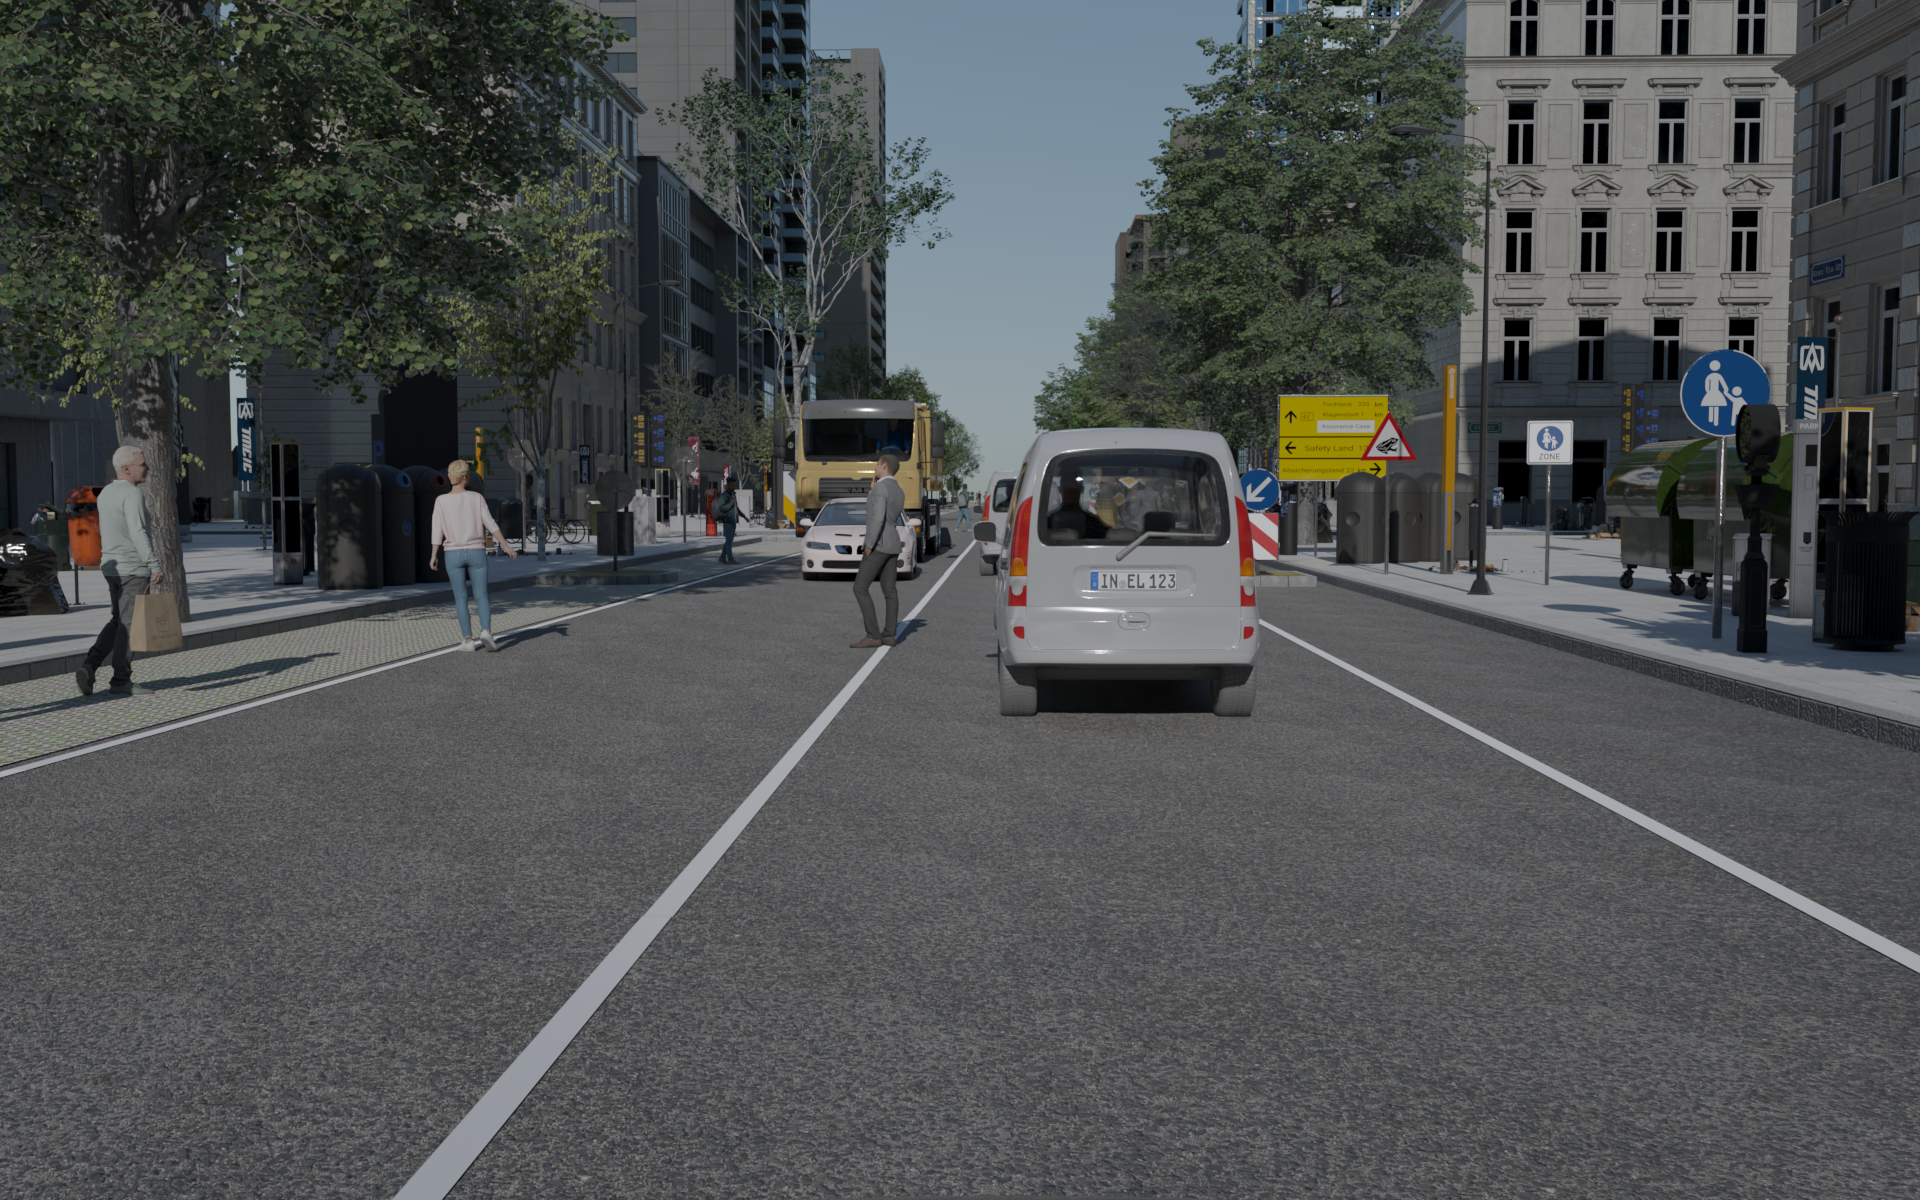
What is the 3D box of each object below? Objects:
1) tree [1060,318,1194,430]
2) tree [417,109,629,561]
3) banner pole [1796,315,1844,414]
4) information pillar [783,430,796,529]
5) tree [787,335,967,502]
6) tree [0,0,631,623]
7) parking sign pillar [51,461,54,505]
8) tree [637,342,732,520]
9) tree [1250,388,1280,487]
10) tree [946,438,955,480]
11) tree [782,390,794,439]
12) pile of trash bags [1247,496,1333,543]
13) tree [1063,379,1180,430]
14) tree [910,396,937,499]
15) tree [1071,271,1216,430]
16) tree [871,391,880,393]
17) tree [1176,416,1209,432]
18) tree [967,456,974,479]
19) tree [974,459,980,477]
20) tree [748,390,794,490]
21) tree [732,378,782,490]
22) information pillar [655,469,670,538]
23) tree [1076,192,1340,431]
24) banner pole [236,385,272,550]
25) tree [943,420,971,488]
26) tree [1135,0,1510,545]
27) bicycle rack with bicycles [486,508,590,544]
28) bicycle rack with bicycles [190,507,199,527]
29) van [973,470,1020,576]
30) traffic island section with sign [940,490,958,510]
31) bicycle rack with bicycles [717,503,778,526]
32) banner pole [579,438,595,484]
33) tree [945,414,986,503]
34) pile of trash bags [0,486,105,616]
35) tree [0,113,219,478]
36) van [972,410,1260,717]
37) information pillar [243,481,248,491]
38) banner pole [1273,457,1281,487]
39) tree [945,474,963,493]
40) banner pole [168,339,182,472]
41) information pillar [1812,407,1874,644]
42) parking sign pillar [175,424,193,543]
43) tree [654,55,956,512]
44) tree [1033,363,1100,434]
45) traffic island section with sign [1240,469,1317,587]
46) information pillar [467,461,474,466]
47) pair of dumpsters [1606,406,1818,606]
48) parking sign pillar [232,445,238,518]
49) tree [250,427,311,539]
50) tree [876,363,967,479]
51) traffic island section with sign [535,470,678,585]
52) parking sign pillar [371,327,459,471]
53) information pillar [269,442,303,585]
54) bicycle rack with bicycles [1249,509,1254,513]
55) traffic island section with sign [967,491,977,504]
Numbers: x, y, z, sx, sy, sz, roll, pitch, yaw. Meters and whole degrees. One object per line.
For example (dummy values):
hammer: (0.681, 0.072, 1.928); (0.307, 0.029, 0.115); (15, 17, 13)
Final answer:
tree: (9.631, -10.469, 96.922); (9.928, 11.665, 9.643); (0, 3, 0)
tree: (-8.215, -5.067, 33.205); (4.737, 8.622, 4.395); (0, 3, 0)
banner pole: (12.081, -2.099, 24.334); (0.863, 3.779, 0.401); (-1, 4, -9)
information pillar: (-6.234, -4.410, 63.464); (0.504, 3.616, 0.183); (2, 4, 26)
tree: (-5.558, -10.200, 101.183); (8.767, 10.594, 7.601); (-3, 5, -43)
tree: (-7.938, -6.743, 16.911); (9.857, 13.997, 8.962); (0, 3, 0)
parking sign pillar: (-57.576, -7.284, 107.570); (1.447, 3.967, 1.447); (1, 4, 23)
tree: (-13.524, -8.212, 84.627); (4.360, 8.622, 3.978); (0, 3, 0)
tree: (17.521, -8.893, 95.764); (4.360, 8.622, 3.978); (0, 3, 0)
tree: (-2.517, -15.559, 204.746); (4.360, 8.622, 3.978); (0, 3, 0)
tree: (-11.407, -9.870, 111.733); (4.360, 8.622, 3.978); (0, 3, 0)
pile of trash bags: (9.601, -2.212, 45.923); (3.447, 1.369, 1.912); (2, 4, 26)
tree: (11.119, -11.439, 121.435); (8.767, 10.594, 7.601); (-2, 4, -35)
tree: (-4.260, -10.856, 127.865); (4.360, 8.622, 3.978); (0, 3, 0)
tree: (9.420, -10.413, 88.377); (7.486, 12.596, 7.792); (0, 3, 0)
tree: (-5.562, -10.274, 118.347); (4.737, 8.622, 4.395); (0, 3, 0)
tree: (16.559, -11.016, 130.480); (4.737, 8.622, 4.395); (0, 3, 0)
tree: (-3.923, -14.622, 173.479); (7.601, 10.594, 8.767); (-1, 4, -19)
tree: (-0.282, -21.933, 293.018); (8.767, 10.594, 7.601); (1, 4, 19)
tree: (-13.043, -10.488, 121.844); (4.737, 8.622, 4.395); (0, 3, 0)
tree: (-13.394, -9.497, 105.632); (4.360, 8.622, 3.978); (0, 3, 0)
information pillar: (-8.695, -2.824, 50.663); (0.304, 2.012, 0.304); (3, 5, 40)
tree: (9.550, -9.583, 67.053); (12.009, 13.543, 11.850); (0, 3, 0)
banner pole: (-16.113, -3.027, 39.508); (0.863, 3.779, 0.401); (1, 4, 11)
tree: (-2.237, -18.780, 232.815); (9.928, 11.665, 9.643); (0, 3, 0)
tree: (8.610, -8.363, 43.390); (9.857, 13.997, 8.962); (0, 3, 0)
bicycle rack with bicycles: (-10.917, -1.948, 45.240); (2.925, 0.926, 2.852); (2, 4, 27)
bicycle rack with bicycles: (-31.761, -3.351, 68.172); (2.925, 0.926, 2.852); (3, 5, 40)
van: (1.218, -1.507, 31.648); (2.013, 2.044, 4.112); (0, 4, 2)
traffic island section with sign: (-1.458, -9.296, 160.624); (1.989, 1.847, 2.006); (0, 4, 2)
bicycle rack with bicycles: (-8.807, -3.487, 70.395); (2.925, 0.926, 2.852); (-2, 4, -29)
banner pole: (-16.549, -5.333, 77.209); (0.863, 3.779, 0.401); (-1, 4, -12)
tree: (-1.185, -21.601, 263.539); (12.009, 13.543, 11.850); (0, 3, 0)
pile of trash bags: (-10.422, -0.541, 18.591); (1.912, 1.369, 3.447); (1, 4, 18)
tree: (-15.517, -4.991, 31.959); (4.737, 8.622, 4.395); (0, 3, 0)
van: (1.091, -0.337, 12.527); (2.013, 2.044, 4.112); (0, 4, 1)
information pillar: (-49.292, -7.836, 119.473); (0.183, 3.616, 0.504); (0, 4, 6)
banner pole: (18.949, -6.952, 103.677); (0.863, 3.779, 0.401); (0, 4, 4)
tree: (-1.068, -17.925, 276.789); (4.285, 4.588, 4.351); (0, 3, 0)
banner pole: (-10.957, -2.083, 24.075); (0.401, 3.779, 0.863); (0, 4, -6)
information pillar: (7.563, -0.634, 14.852); (0.304, 2.012, 0.304); (-1, 4, -18)
parking sign pillar: (-21.153, -3.508, 45.834); (1.447, 3.967, 1.447); (3, 5, 43)
tree: (-5.613, -13.275, 72.938); (12.611, 20.169, 13.585); (0, 3, 0)
tree: (11.632, -15.979, 167.911); (9.857, 13.997, 8.962); (0, 3, 0)
traffic island section with sign: (4.567, -1.170, 27.757); (1.989, 1.847, 2.006); (0, 4, 2)
information pillar: (-10.848, -2.059, 38.164); (0.304, 2.012, 0.304); (-1, 4, -13)
pair of dumpsters: (9.469, -1.151, 21.311); (1.574, 2.255, 4.437); (0, 4, 2)
parking sign pillar: (-40.104, -6.525, 95.163); (1.447, 3.967, 1.447); (0, 4, 2)
tree: (-19.814, -3.384, 49.925); (1.663, 3.219, 1.824); (0, 3, 0)
tree: (-4.626, -14.394, 152.343); (9.611, 12.733, 9.660); (0, 3, 0)
traffic island section with sign: (-5.650, -1.188, 28.047); (1.989, 1.847, 2.006); (0, 4, 2)
parking sign pillar: (-8.677, -2.393, 27.600); (1.447, 3.967, 1.447); (3, 5, 42)
information pillar: (-9.499, -1.220, 24.435); (0.304, 2.012, 0.304); (3, 4, 39)
bicycle rack with bicycles: (17.007, -4.753, 91.097); (2.852, 0.926, 2.925); (-2, 4, -32)
traffic island section with sign: (2.009, -15.999, 270.216); (1.989, 1.847, 2.006); (0, 4, 2)
